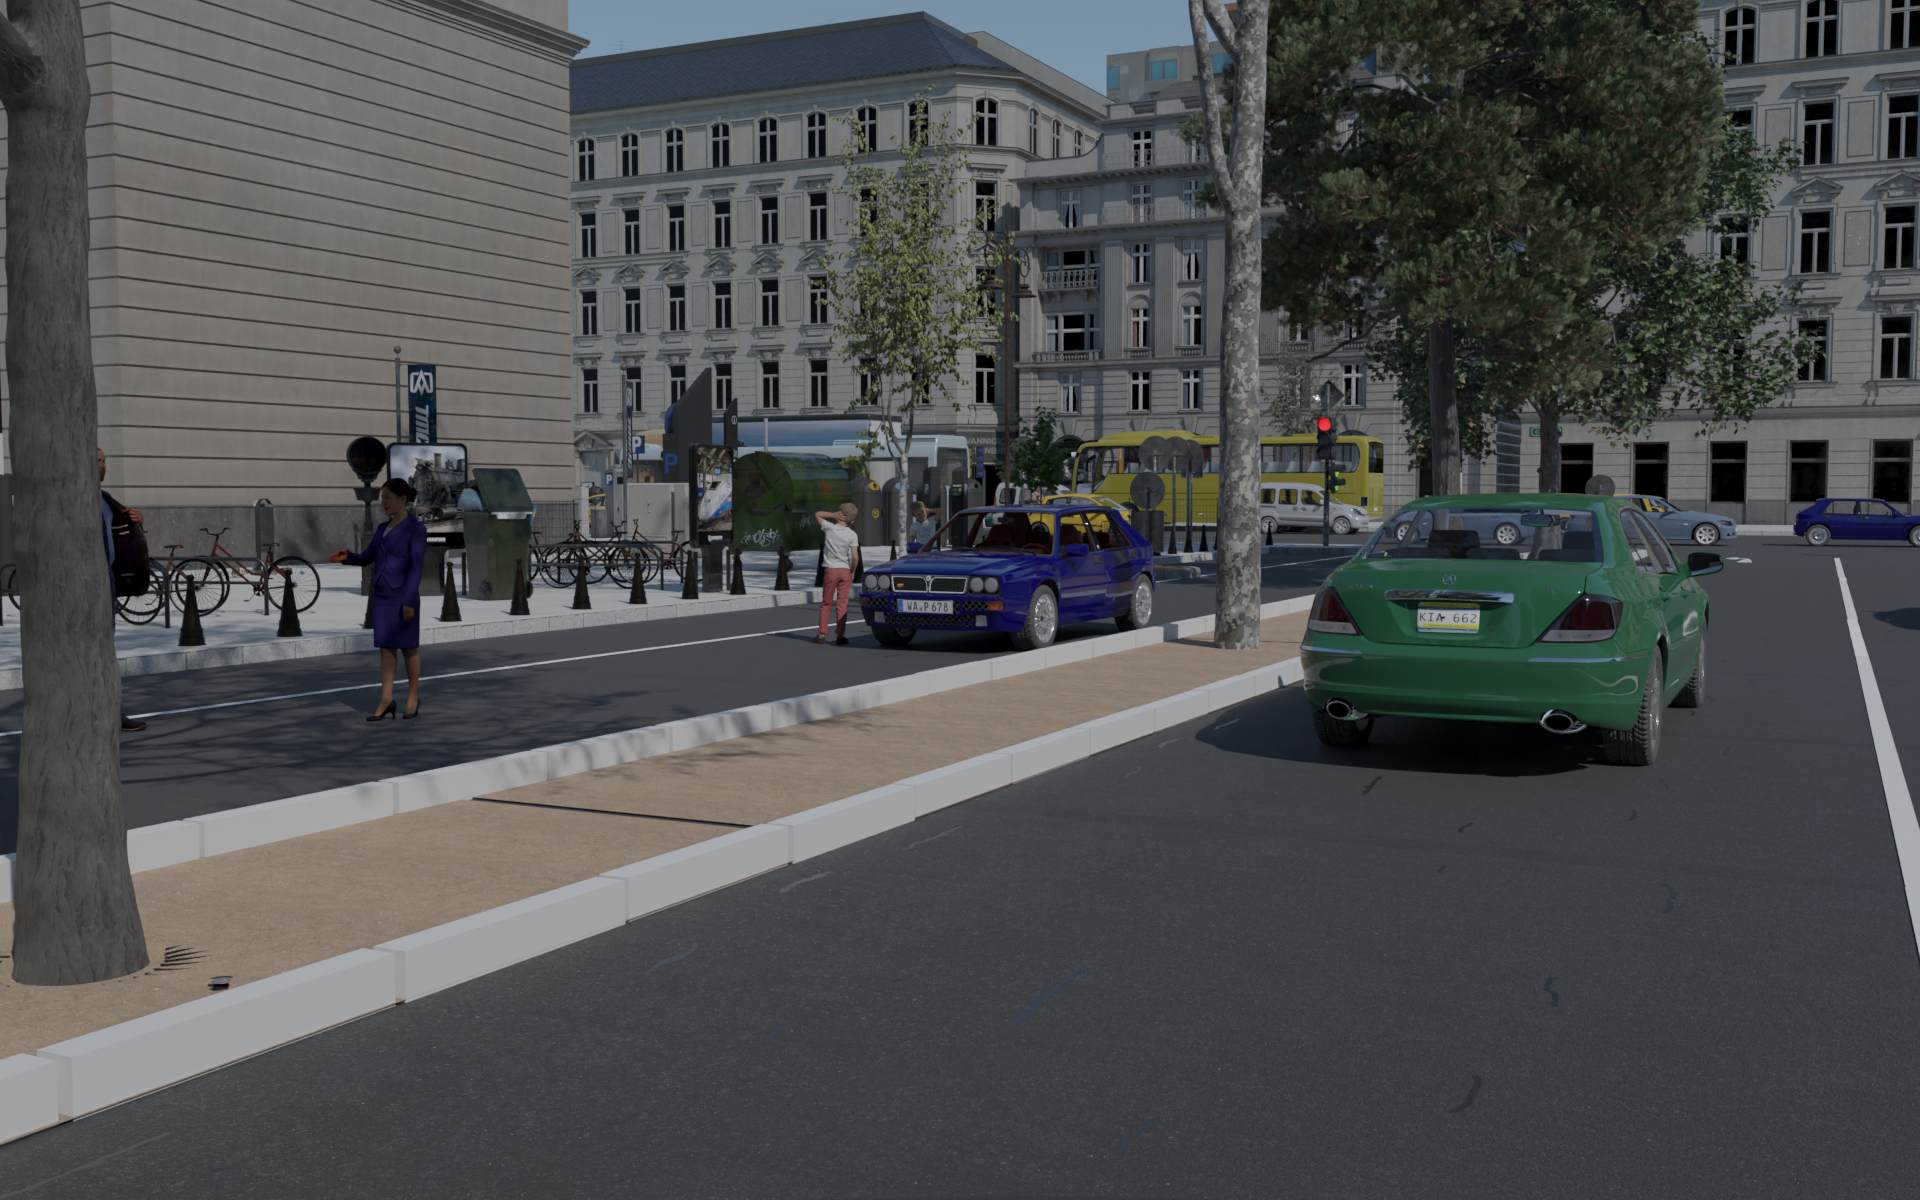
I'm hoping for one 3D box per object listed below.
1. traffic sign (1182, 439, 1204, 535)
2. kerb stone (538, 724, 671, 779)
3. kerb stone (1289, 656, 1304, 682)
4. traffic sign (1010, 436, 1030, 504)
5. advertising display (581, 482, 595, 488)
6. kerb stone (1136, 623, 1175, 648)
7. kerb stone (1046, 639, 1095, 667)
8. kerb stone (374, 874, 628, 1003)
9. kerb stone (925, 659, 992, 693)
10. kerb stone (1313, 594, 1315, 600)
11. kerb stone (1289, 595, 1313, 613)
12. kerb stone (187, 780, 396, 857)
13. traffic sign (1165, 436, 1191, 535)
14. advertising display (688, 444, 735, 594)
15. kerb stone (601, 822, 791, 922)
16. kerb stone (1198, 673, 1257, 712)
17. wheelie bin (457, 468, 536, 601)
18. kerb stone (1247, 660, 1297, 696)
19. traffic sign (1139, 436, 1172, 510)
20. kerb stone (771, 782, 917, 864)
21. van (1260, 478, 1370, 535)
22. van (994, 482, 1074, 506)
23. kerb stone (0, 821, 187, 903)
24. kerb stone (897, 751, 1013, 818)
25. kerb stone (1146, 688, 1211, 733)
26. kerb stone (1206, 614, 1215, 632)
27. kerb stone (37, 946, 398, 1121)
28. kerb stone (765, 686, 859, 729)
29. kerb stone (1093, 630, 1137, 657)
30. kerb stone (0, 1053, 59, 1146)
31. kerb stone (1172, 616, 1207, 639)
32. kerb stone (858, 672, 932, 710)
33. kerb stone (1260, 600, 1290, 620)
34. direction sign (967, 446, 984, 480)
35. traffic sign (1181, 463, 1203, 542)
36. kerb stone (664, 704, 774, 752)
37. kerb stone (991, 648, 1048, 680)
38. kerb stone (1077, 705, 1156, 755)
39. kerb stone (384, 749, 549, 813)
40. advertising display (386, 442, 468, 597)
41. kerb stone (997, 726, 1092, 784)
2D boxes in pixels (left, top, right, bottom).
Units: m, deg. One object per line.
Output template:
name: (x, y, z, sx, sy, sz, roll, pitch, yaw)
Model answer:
traffic sign: (5.316, -2.464, 40.398, 0.768, 2.556, 0.104, 3, 4, 36)
kerb stone: (-1.878, 0.801, 9.105, 0.120, 0.150, 1.000, 2, 4, 26)
kerb stone: (2.714, 0.525, 13.628, 0.120, 0.150, 1.000, 2, 4, 26)
traffic sign: (1.376, -2.323, 38.090, 0.768, 2.556, 0.104, 2, 4, 30)
advertising display: (-19.396, -5.205, 90.310, 0.974, 1.923, 0.123, 3, 5, 41)
kerb stone: (1.800, 0.350, 16.490, 0.120, 0.150, 1.000, 2, 4, 26)
kerb stone: (0.874, 0.462, 14.644, 0.120, 0.150, 1.000, 2, 4, 26)
kerb stone: (-1.391, 1.033, 5.347, 0.120, 0.150, 1.000, 2, 4, 26)
kerb stone: (-0.048, 0.574, 12.803, 0.120, 0.150, 1.000, 2, 4, 26)
kerb stone: (4.536, 0.011, 22.017, 0.120, 0.150, 1.000, 2, 4, 26)
kerb stone: (4.083, 0.067, 21.096, 0.120, 0.150, 1.000, 2, 4, 26)
kerb stone: (-2.788, 0.914, 7.253, 0.120, 0.150, 1.000, 2, 4, 26)
traffic sign: (4.723, -2.333, 38.244, 0.768, 2.556, 0.104, 2, 4, 31)
advertising display: (-3.232, -1.062, 22.572, 0.123, 1.923, 0.974, 1, 4, 22)
kerb stone: (-0.941, 0.974, 6.268, 0.120, 0.150, 1.000, 2, 4, 26)
kerb stone: (1.797, 0.636, 11.789, 0.120, 0.150, 1.000, 2, 4, 26)
wheelie bin: (-5.665, -0.805, 21.077, 0.693, 1.594, 0.980, 3, 5, 41)
kerb stone: (2.258, 0.580, 12.709, 0.120, 0.150, 1.000, 2, 4, 26)
traffic sign: (4.240, -2.306, 37.811, 0.768, 2.556, 0.104, 2, 4, 27)
kerb stone: (-0.475, 0.918, 7.184, 0.120, 0.150, 1.000, 2, 4, 26)
van: (12.614, -3.377, 62.218, 4.112, 2.044, 2.013, 2, 4, 26)
van: (3.213, -3.198, 59.304, 4.112, 2.044, 2.013, 2, 4, 24)
kerb stone: (-3.244, 0.970, 6.334, 0.120, 0.150, 1.000, 2, 4, 26)
kerb stone: (-0.028, 0.862, 8.107, 0.120, 0.150, 1.000, 2, 4, 26)
kerb stone: (1.342, 0.696, 10.861, 0.120, 0.150, 1.000, 2, 4, 26)
kerb stone: (2.710, 0.236, 18.343, 0.120, 0.150, 1.000, 2, 4, 26)
kerb stone: (-1.856, 1.088, 4.426, 0.120, 0.150, 1.000, 2, 4, 26)
kerb stone: (-0.955, 0.687, 10.956, 0.120, 0.150, 1.000, 2, 4, 26)
kerb stone: (1.338, 0.408, 15.572, 0.120, 0.150, 1.000, 2, 4, 26)
kerb stone: (-2.321, 1.144, 3.504, 0.120, 0.150, 1.000, 2, 4, 26)
kerb stone: (2.243, 0.293, 17.414, 0.120, 0.150, 1.000, 2, 4, 26)
kerb stone: (-0.494, 0.633, 11.874, 0.120, 0.150, 1.000, 2, 4, 26)
kerb stone: (3.622, 0.123, 20.180, 0.120, 0.150, 1.000, 2, 4, 26)
direction sign: (0.675, -5.498, 81.895, 0.876, 3.537, 0.379, 0, 4, -4)
traffic sign: (5.979, -2.606, 44.732, 0.606, 2.300, 0.079, 2, 4, 30)
kerb stone: (-1.417, 0.744, 10.034, 0.120, 0.150, 1.000, 2, 4, 26)
kerb stone: (0.421, 0.519, 13.724, 0.120, 0.150, 1.000, 2, 4, 26)
kerb stone: (0.883, 0.749, 9.944, 0.120, 0.150, 1.000, 2, 4, 26)
kerb stone: (-2.330, 0.859, 8.185, 0.120, 0.150, 1.000, 2, 4, 26)
advertising display: (-6.667, -1.009, 21.716, 0.974, 1.923, 0.123, -2, 4, -27)
kerb stone: (0.430, 0.806, 9.024, 0.120, 0.150, 1.000, 2, 4, 26)
